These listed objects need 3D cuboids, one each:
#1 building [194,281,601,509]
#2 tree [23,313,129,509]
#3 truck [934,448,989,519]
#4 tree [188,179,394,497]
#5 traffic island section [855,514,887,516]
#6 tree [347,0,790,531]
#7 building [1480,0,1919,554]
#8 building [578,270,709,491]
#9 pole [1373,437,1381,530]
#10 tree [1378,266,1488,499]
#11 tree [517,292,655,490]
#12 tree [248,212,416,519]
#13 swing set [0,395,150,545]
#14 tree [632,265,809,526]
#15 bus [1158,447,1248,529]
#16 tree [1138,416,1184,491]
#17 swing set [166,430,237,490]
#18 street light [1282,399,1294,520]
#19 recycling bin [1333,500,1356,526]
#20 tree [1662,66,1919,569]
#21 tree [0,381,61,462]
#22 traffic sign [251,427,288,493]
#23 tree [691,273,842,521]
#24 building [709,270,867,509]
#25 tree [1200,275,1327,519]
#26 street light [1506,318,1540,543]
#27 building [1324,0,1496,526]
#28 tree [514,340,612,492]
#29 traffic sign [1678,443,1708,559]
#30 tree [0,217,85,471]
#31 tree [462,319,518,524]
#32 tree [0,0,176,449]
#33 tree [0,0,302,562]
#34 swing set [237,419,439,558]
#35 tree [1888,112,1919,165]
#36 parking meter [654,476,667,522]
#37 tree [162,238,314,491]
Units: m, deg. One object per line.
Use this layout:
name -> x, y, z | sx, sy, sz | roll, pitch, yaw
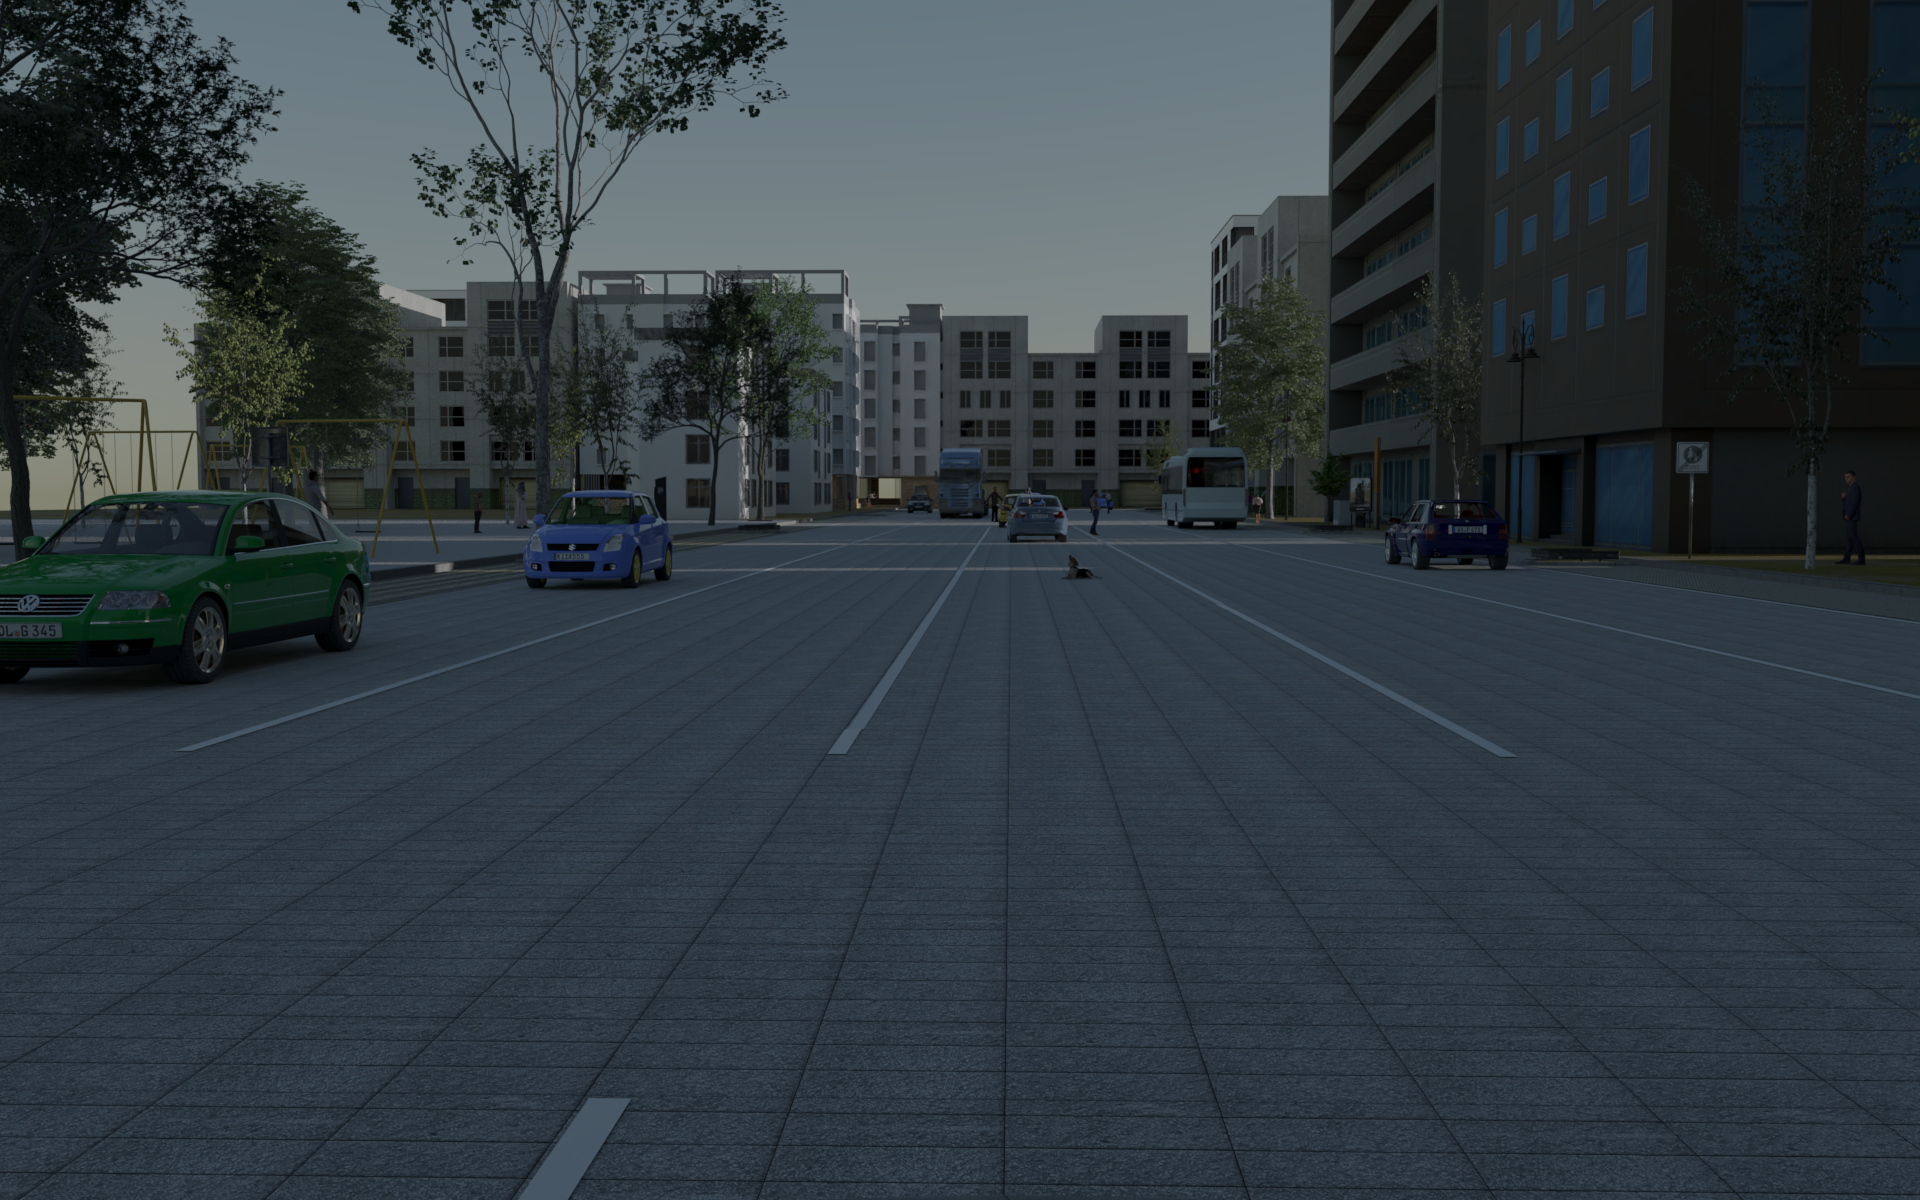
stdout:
building -> -48.039, -17.523, 152.954 | 31.486, 18.905, 16.747 | 0, 4, 2
tree -> -33.864, -7.092, 66.317 | 4.360, 8.622, 3.978 | 0, 3, 0
truck -> 0.355, -7.210, 107.642 | 2.967, 4.110, 18.799 | 0, 4, 2
tree -> -24.375, -8.877, 63.272 | 7.486, 12.596, 7.792 | 0, 3, 0
traffic island section -> -5.824, -5.527, 113.234 | 1.991, 0.108, 1.994 | 0, 4, 2
tree -> -10.261, -11.731, 47.698 | 12.611, 20.169, 13.585 | 0, 3, 0
building -> 21.936, -23.984, 42.246 | 14.600, 45.320, 14.200 | 0, 4, 2
building -> -26.350, -18.152, 153.208 | 11.380, 20.091, 16.016 | 0, 4, 2
pole -> 14.982, -4.181, 62.200 | 0.158, 3.312, 0.155 | 0, 3, 0
tree -> 15.742, -6.414, 55.224 | 4.360, 8.622, 3.978 | 0, 3, 0
tree -> -12.872, -6.853, 62.410 | 4.360, 8.622, 3.978 | 0, 3, 0
tree -> -29.082, -10.510, 78.490 | 9.857, 13.997, 8.962 | 0, 3, 0
swing set -> -14.685, -1.840, 27.710 | 3.119, 2.851, 2.862 | -2, 4, -34
tree -> -9.813, -8.309, 70.265 | 7.601, 10.594, 8.767 | 1, 4, 11
bus -> 10.403, -4.900, 74.971 | 2.948, 3.499, 13.247 | 0, 4, 3
tree -> 19.109, -13.006, 163.005 | 4.737, 8.622, 4.395 | 0, 3, 0
swing set -> -20.056, -2.765, 42.832 | 3.119, 2.851, 2.862 | 1, 4, 10
street light -> 15.973, -6.840, 84.622 | 0.468, 5.910, 1.993 | 0, 4, 2
recycling bin -> 15.434, -3.483, 69.497 | 0.722, 1.027, 0.722 | 0, 4, -4
tree -> 14.352, -4.839, 29.480 | 4.360, 8.622, 3.978 | 0, 3, 0
tree -> -29.724, -7.944, 46.891 | 9.611, 12.733, 9.660 | 0, 3, 0
traffic sign -> -10.495, -1.481, 26.345 | 0.606, 2.300, 0.079 | 1, 4, 10
tree -> -9.339, -9.530, 81.575 | 9.928, 11.665, 9.643 | 0, 3, 0
building -> -14.816, -18.130, 152.839 | 11.380, 20.091, 16.016 | 0, 4, 2
tree -> 16.237, -10.485, 89.550 | 7.486, 12.596, 7.792 | 0, 3, 0
street light -> 14.778, -4.453, 45.592 | 0.468, 5.910, 1.993 | 0, 4, 2
building -> 27.178, -27.165, 67.854 | 21.300, 48.544, 21.600 | 0, 4, 2
tree -> -18.624, -8.061, 82.156 | 4.737, 8.622, 4.395 | 0, 3, 0
traffic sign -> 14.462, -1.965, 34.258 | 0.606, 2.300, 0.079 | 0, 4, 5
tree -> -33.891, -8.555, 57.996 | 7.486, 12.596, 7.792 | 0, 3, 0
tree -> -19.179, -7.566, 74.069 | 4.360, 8.622, 3.978 | 0, 3, 0
tree -> -21.030, -7.838, 34.813 | 9.857, 13.997, 8.962 | 0, 3, 0
tree -> -11.465, -5.271, 20.599 | 7.601, 10.594, 8.767 | 1, 4, 17
swing set -> -12.846, -2.369, 36.353 | 3.119, 2.851, 2.862 | 1, 4, 10
tree -> 13.912, -4.312, 20.857 | 4.737, 8.622, 4.395 | 0, 3, 0
parking meter -> -9.875, -3.142, 57.084 | 0.399, 1.863, 0.255 | 0, 4, -7
tree -> -20.619, -6.076, 49.702 | 4.737, 8.622, 4.395 | 0, 3, 0
